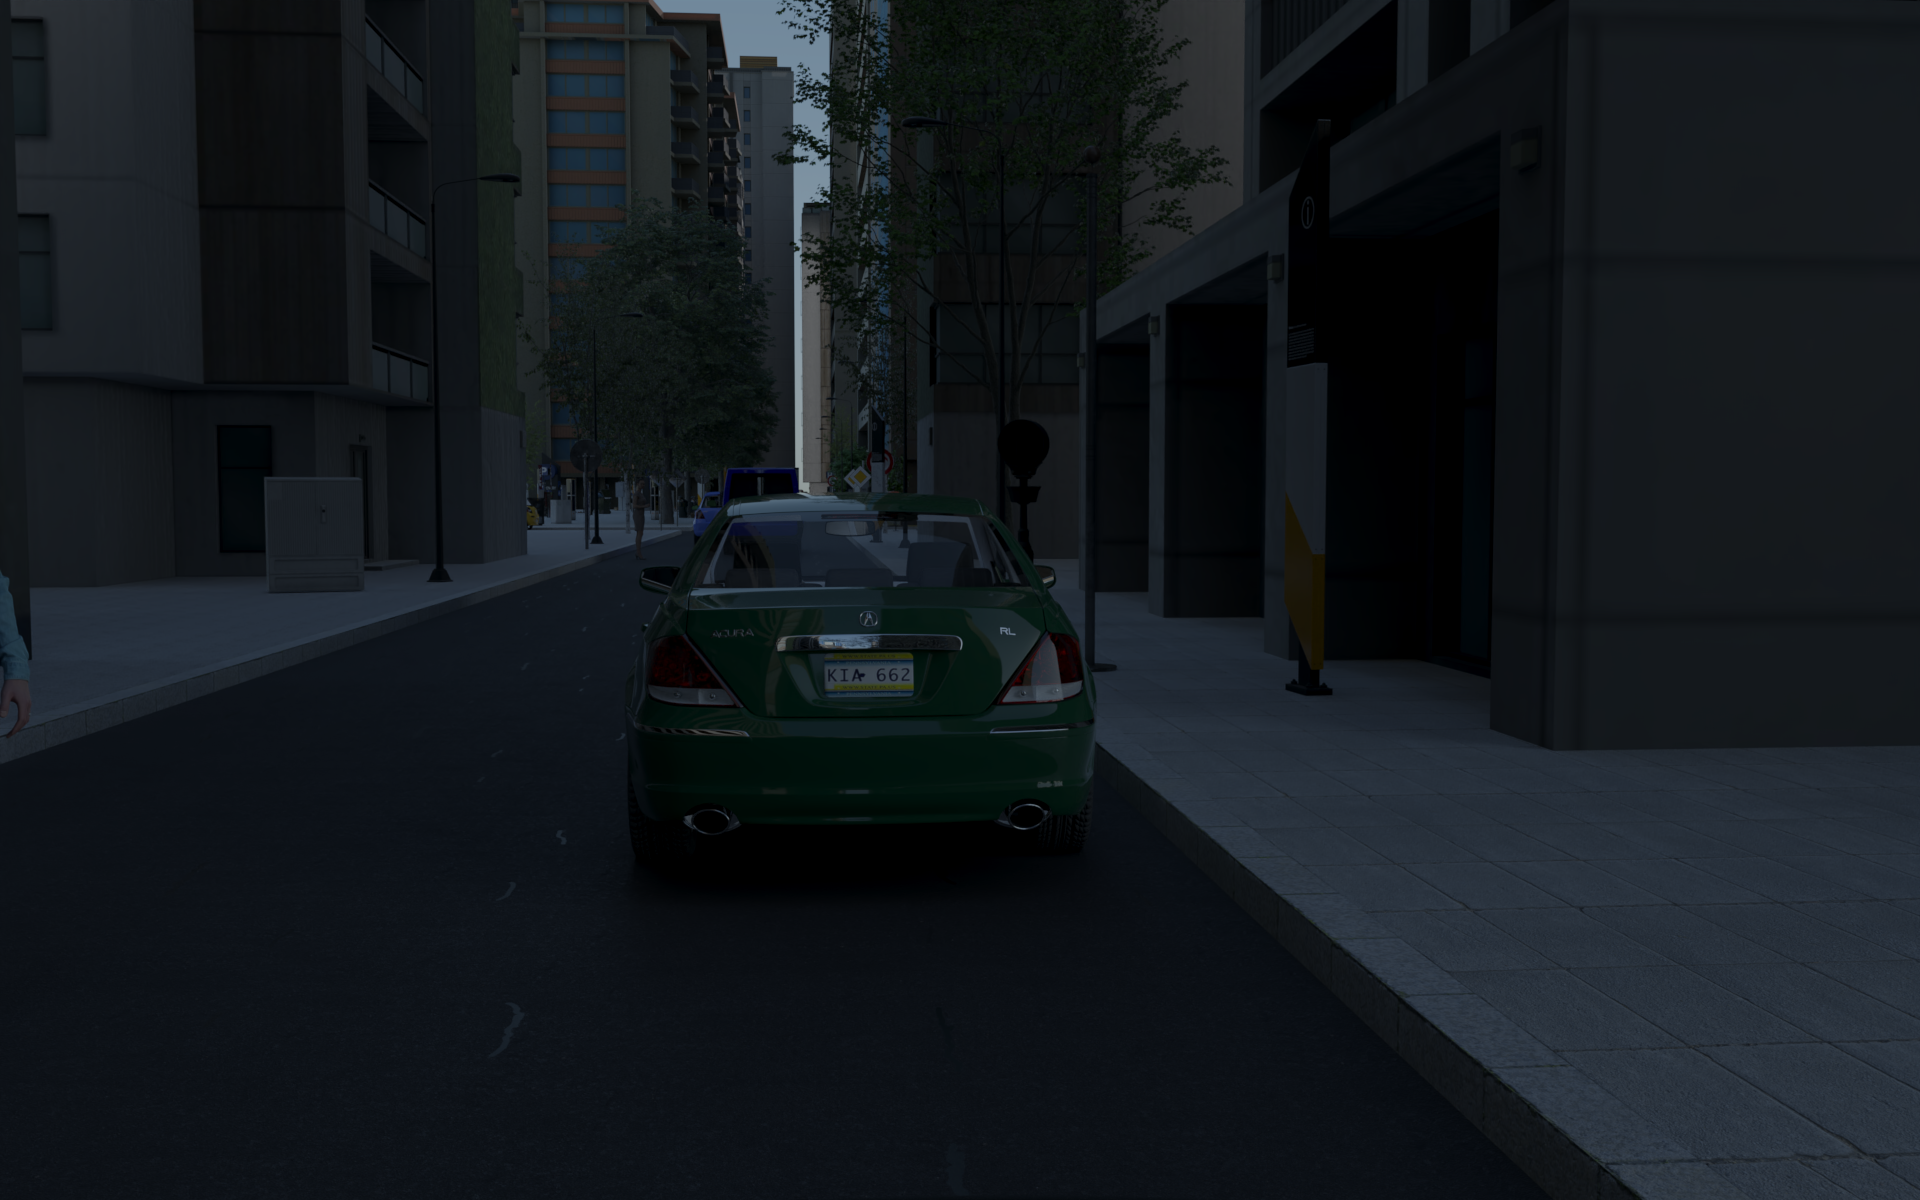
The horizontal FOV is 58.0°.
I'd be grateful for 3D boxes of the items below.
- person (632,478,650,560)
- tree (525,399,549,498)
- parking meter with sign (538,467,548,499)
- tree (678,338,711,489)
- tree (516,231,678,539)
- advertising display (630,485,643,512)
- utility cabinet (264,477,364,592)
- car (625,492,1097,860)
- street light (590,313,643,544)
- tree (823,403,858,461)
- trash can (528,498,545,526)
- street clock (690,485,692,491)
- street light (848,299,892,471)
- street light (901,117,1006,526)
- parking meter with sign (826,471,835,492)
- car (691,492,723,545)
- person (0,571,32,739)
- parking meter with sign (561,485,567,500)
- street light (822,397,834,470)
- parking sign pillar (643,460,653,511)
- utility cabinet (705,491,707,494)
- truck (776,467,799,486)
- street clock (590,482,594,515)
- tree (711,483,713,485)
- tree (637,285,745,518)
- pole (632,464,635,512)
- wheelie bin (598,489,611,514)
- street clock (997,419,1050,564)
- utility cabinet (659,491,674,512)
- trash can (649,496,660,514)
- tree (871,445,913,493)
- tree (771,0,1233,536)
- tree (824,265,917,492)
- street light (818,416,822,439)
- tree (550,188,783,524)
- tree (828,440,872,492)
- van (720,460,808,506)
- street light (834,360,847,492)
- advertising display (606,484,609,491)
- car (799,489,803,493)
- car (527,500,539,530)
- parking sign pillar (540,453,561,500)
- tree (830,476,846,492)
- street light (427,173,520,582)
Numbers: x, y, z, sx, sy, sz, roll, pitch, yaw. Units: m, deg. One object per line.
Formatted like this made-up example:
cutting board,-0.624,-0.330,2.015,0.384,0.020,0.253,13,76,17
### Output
person,-7.010,-1.788,38.076,0.374,1.781,0.599,0,4,5
tree,-32.232,-10.870,128.094,4.737,8.622,4.395,0,3,0
parking meter with sign,-26.579,-6.958,110.022,0.543,3.016,1.738,0,4,-4
tree,-10.671,-6.448,55.784,4.360,8.622,3.978,0,3,0
tree,-10.450,-6.007,48.577,4.360,8.622,3.978,0,3,0
advertising display,-23.636,-7.431,126.714,0.974,1.923,0.123,1,4,14
utility cabinet,-8.437,-0.854,22.648,1.173,1.500,0.318,-2,4,-27
car,-0.512,0.215,8.279,2.131,1.459,4.920,0,4,-5
street light,-8.802,-4.396,44.424,1.470,5.913,1.316,0,4,-5
tree,-9.091,-11.510,138.553,4.737,8.622,4.395,0,3,0
trash can,-17.189,-3.587,70.307,0.748,1.137,0.748,0,3,0
street clock,-21.156,-7.980,135.042,0.471,2.002,0.358,-2,4,-28
street light,-1.841,-4.190,41.054,1.470,5.913,1.316,0,4,-5
street light,-0.022,-2.997,21.537,1.470,5.913,1.316,0,4,-5
parking meter with sign,-9.678,-8.340,132.626,0.543,3.016,1.738,-2,4,-26
car,-6.680,-2.428,49.290,1.945,1.707,3.694,0,4,-6
person,-2.804,0.233,4.547,0.638,1.841,0.748,-3,4,-38
parking meter with sign,-32.472,-8.885,141.525,0.543,3.016,1.738,1,4,16
street light,-5.742,-6.777,83.353,1.470,5.913,1.316,0,4,-5
parking sign pillar,-24.013,-8.903,134.035,1.447,3.967,1.447,1,4,16
utility cabinet,-18.304,-7.049,123.935,0.318,1.500,1.173,-1,4,-13
truck,-18.745,-12.128,187.205,2.839,4.237,11.283,0,4,-7
street clock,-22.458,-6.166,105.391,0.358,2.002,0.471,0,4,-7
tree,-16.347,-9.671,108.485,4.360,8.622,3.978,0,3,0
tree,-15.060,-10.765,94.140,7.486,12.596,7.792,0,3,0
pole,-22.188,-7.582,117.805,0.158,3.312,0.155,0,3,0
wheelie bin,-22.785,-6.292,110.777,0.693,1.594,0.980,3,4,37
street clock,0.618,-0.753,16.878,0.471,2.002,0.358,1,4,16
utility cabinet,-18.980,-6.294,111.579,0.318,1.500,1.173,3,5,39
trash can,-18.875,-5.843,107.181,0.748,1.137,0.748,0,3,0
tree,-2.508,-4.520,68.501,1.663,3.219,1.824,0,3,0
tree,0.750,-6.291,28.612,9.928,11.665,9.643,0,3,0
tree,-2.197,-6.466,56.089,4.360,8.622,3.978,0,3,0
street light,-7.550,-7.970,102.844,1.470,5.913,1.316,0,4,-5
tree,-12.469,-10.225,73.841,9.857,13.997,8.962,0,3,0
tree,-6.421,-7.470,105.853,4.285,4.588,4.351,0,3,0
van,-4.858,-2.345,42.733,2.240,2.365,5.245,0,4,-6
street light,-3.550,-5.367,60.286,1.470,5.913,1.316,0,4,-5
advertising display,-23.188,-6.649,113.930,0.123,1.923,0.974,0,4,-8
car,-12.921,-7.718,134.864,2.281,1.827,5.304,0,4,-6
car,-17.870,-3.350,65.003,3.980,1.641,2.015,0,4,-4
parking sign pillar,-26.511,-7.561,112.096,1.447,3.967,1.447,1,4,17
tree,-7.833,-7.323,114.329,1.663,3.219,1.824,0,3,0
street light,-7.068,-3.220,25.194,1.470,5.913,1.316,0,4,-5
